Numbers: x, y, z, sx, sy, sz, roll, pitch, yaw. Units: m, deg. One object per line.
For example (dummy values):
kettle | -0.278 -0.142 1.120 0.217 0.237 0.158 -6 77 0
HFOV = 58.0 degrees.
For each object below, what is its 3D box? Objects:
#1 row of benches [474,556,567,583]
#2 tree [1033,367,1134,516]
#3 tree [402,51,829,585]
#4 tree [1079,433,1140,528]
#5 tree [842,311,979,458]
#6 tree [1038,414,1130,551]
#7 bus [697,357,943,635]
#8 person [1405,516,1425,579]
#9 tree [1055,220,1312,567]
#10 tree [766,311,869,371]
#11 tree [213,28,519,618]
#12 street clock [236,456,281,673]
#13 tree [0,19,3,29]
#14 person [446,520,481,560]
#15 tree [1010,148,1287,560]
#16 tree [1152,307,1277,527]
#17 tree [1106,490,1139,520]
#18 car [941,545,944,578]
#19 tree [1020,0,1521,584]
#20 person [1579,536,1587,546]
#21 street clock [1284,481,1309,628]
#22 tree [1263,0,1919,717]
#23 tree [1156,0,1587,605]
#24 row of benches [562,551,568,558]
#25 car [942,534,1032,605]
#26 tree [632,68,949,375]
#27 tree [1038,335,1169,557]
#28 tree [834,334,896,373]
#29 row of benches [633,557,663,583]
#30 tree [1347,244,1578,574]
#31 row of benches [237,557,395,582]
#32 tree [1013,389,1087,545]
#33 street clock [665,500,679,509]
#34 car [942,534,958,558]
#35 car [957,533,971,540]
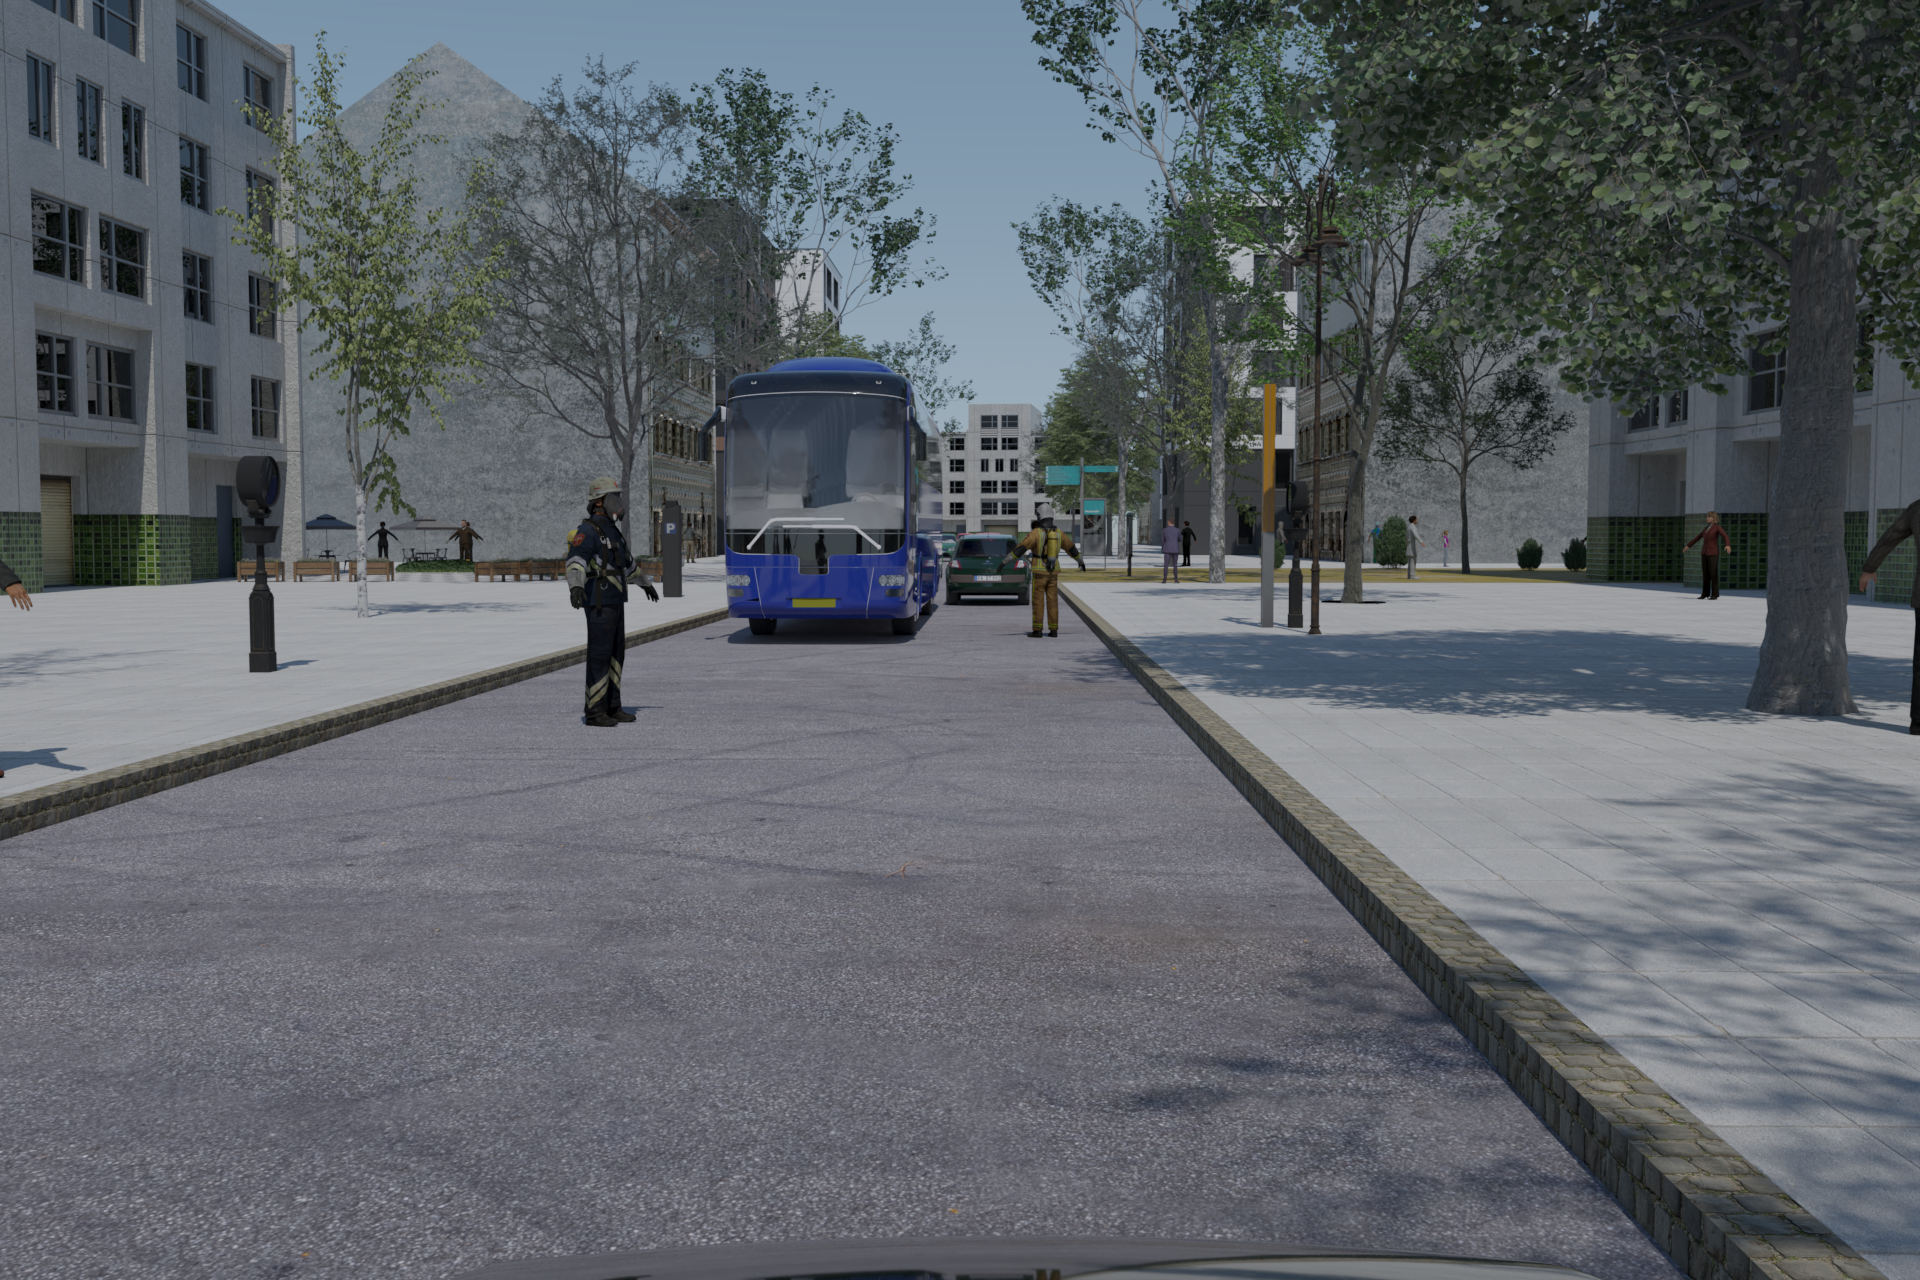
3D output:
row of benches | -11.624 -1.972 47.711 1.422 0.672 4.104 2 4 30
tree | 8.419 -12.082 115.662 7.486 12.596 7.792 0 3 0
tree | -8.584 -8.182 44.141 12.009 13.543 11.850 0 3 0
tree | 8.483 -9.567 106.778 4.360 8.622 3.978 0 3 0
tree | -4.807 -17.864 147.965 12.611 20.169 13.585 0 3 0
tree | 9.640 -12.756 134.314 9.928 11.665 9.643 0 3 0
bus | -1.733 -2.220 27.842 2.896 3.916 12.251 0 4 1
person | 12.884 -2.630 49.191 0.705 1.806 1.347 0 4 -4
tree | 8.285 -9.589 67.148 12.009 13.543 11.850 0 3 0
tree | -7.412 -10.375 87.754 7.486 12.596 7.792 0 3 0
tree | -8.929 -4.649 26.381 4.737 8.622 4.395 0 3 0
street clock | -6.482 -0.702 16.052 0.358 2.002 0.471 0 4 0
tree | -8.893 -3.836 13.078 4.360 8.622 3.978 0 3 0
person | -18.315 -3.536 63.949 1.346 1.812 0.704 0 4 7
tree | 9.164 -14.038 85.408 12.611 20.169 13.585 0 3 0
tree | 8.284 -6.448 55.784 4.737 8.622 4.395 0 3 0
tree | 23.202 -18.834 242.348 7.601 10.594 8.767 1 4 9
car | -1.476 -2.825 54.993 1.959 1.807 4.718 0 4 1
tree | 7.743 -11.468 43.386 12.611 20.169 13.585 0 3 0
person | 19.976 -2.930 53.841 1.347 1.837 0.705 2 4 24
street clock | 4.588 -1.166 23.641 0.358 2.002 0.471 0 4 2
tree | 6.158 -6.456 12.212 9.857 13.997 8.962 0 3 0
tree | 7.445 -6.481 31.727 9.928 11.665 9.643 0 3 0
row of benches | -14.153 -2.947 63.648 1.422 0.672 4.104 -1 4 -17
car | 0.603 -1.618 36.234 2.009 1.686 4.222 0 4 2
tree | -6.847 -13.042 69.119 12.611 20.169 13.585 0 3 0
tree | 8.344 -11.057 98.916 7.486 12.596 7.792 0 3 0
tree | -6.436 -11.009 98.129 7.486 12.596 7.792 0 3 0
row of benches | -8.724 -1.939 47.158 1.422 0.672 4.104 -2 4 -34
tree | 16.038 -7.423 55.770 7.601 10.594 8.767 0 4 4
row of benches | -17.233 -1.906 46.633 4.104 0.672 1.422 0 4 -6
tree | 9.564 -14.434 146.362 12.009 13.543 11.850 0 3 0
street clock | -6.183 -1.997 37.220 0.358 2.002 0.471 0 4 2
car | -0.888 -4.844 90.998 2.131 1.459 4.920 0 4 2
car | 0.497 -8.162 142.481 2.155 1.783 4.494 0 4 1
